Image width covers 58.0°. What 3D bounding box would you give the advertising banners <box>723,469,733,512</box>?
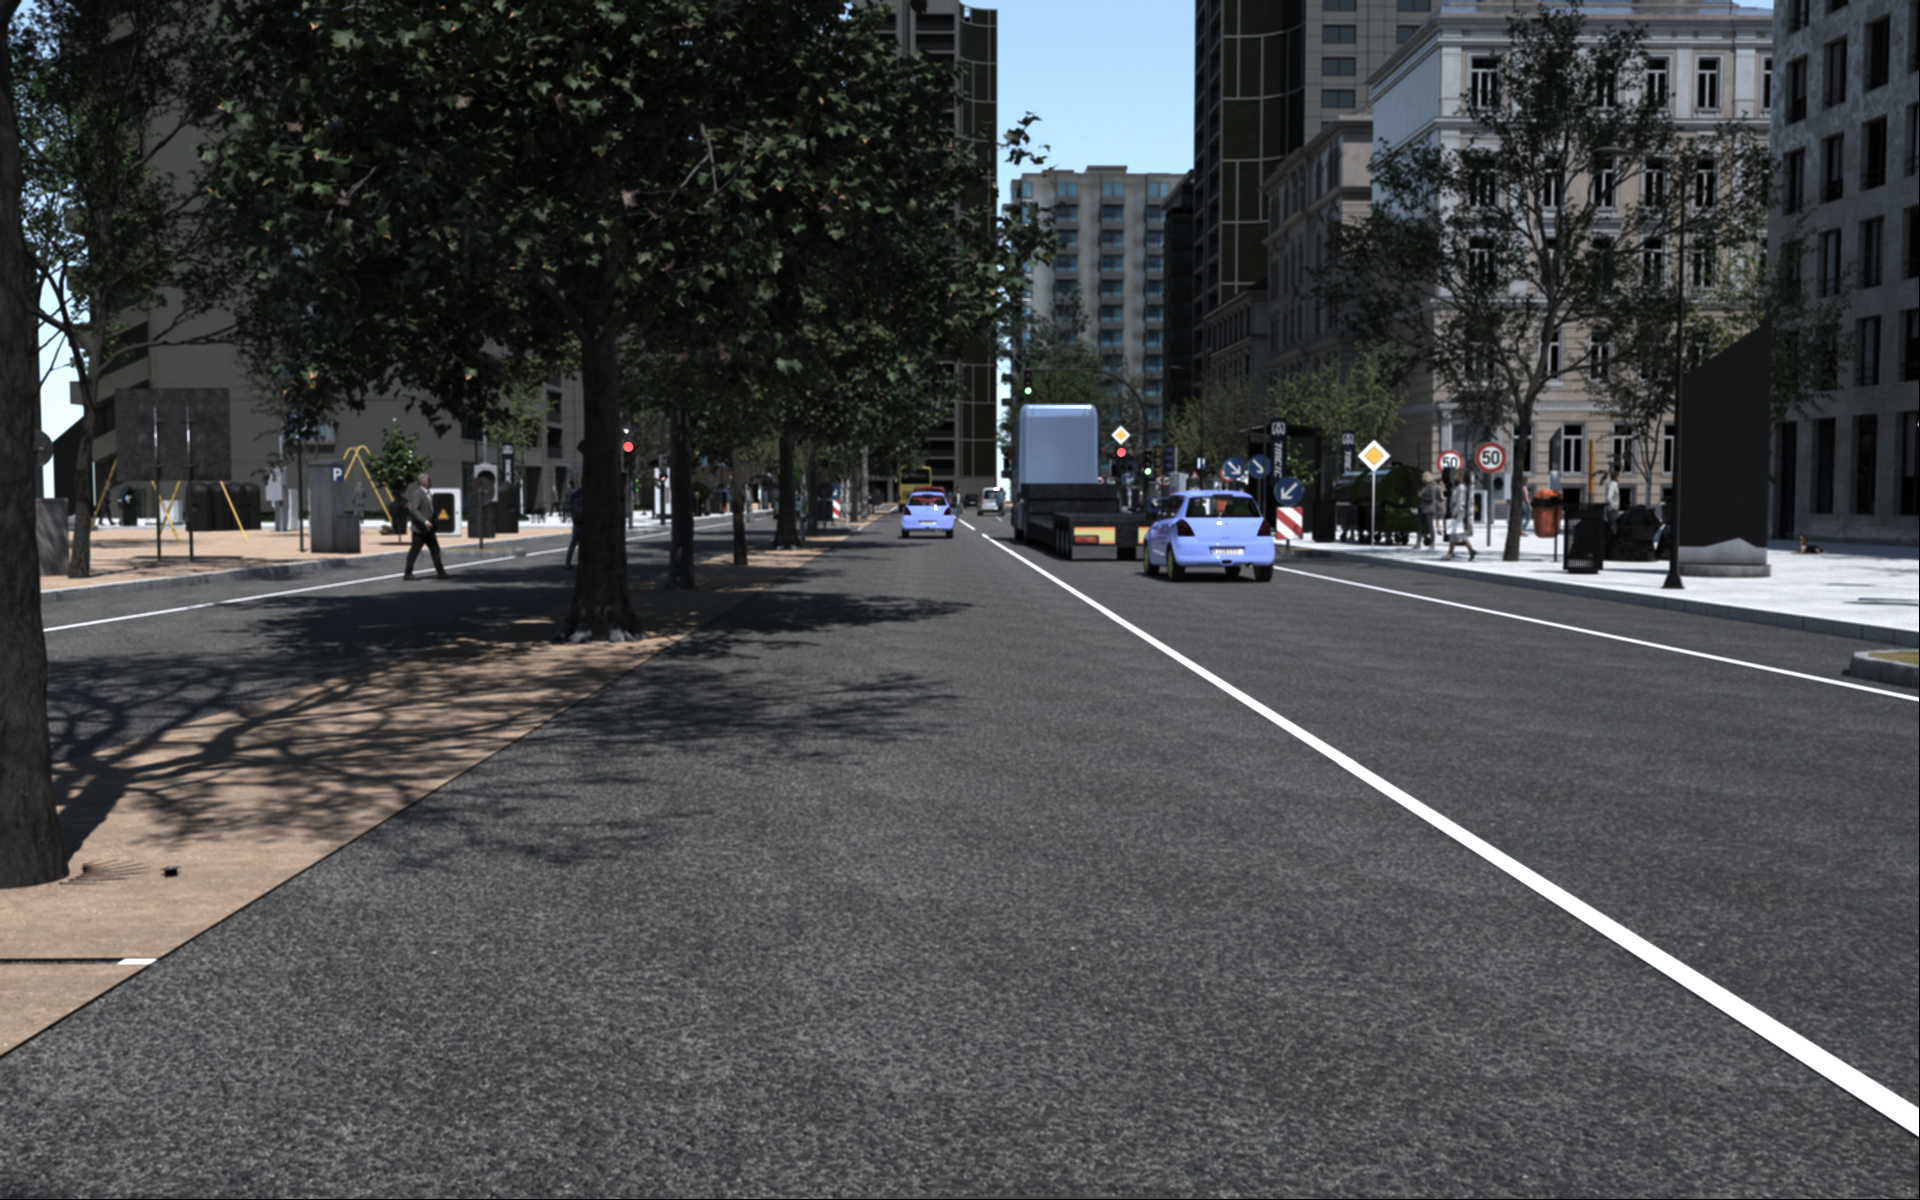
[{"bbox_3d":[-16.499,-7.650,121.257,0.090,3.025,2.074,-3,5,-43],"label":"advertising banners"}]

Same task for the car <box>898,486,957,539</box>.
[{"bbox_3d":[-1.069,-2.897,56.959,1.945,1.707,3.694,0,4,-1],"label":"car"}]

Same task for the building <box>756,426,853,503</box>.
[{"bbox_3d":[-22.132,-34.606,249.408,14.086,41.232,14.154,0,4,-1],"label":"building"}]

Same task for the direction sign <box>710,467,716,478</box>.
[{"bbox_3d":[-19.715,-8.943,138.219,0.379,3.537,0.876,1,4,21],"label":"direction sign"}]

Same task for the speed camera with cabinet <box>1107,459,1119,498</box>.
[{"bbox_3d":[8.359,-6.272,96.879,0.660,3.252,2.038,2,4,24],"label":"speed camera with cabinet"}]

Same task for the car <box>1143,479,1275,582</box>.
[{"bbox_3d":[4.175,-1.220,29.542,1.945,1.707,3.694,0,4,-3],"label":"car"}]

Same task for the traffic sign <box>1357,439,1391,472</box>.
[{"bbox_3d":[9.955,-2.561,41.612,0.795,2.593,0.064,0,4,8],"label":"traffic sign"}]

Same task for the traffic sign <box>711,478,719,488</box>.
[{"bbox_3d":[-18.968,-8.179,133.838,0.768,2.556,0.104,0,4,5],"label":"traffic sign"}]

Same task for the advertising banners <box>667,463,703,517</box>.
[{"bbox_3d":[-15.424,-6.164,96.976,2.074,3.025,0.090,-1,4,-19],"label":"advertising banners"}]

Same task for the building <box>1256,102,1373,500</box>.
[{"bbox_3d":[28.817,-20.073,115.578,14.401,28.519,23.554,0,4,-1],"label":"building"}]

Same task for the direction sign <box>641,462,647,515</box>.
[{"bbox_3d":[-19.435,-7.000,106.454,0.379,3.537,0.876,0,4,-6],"label":"direction sign"}]

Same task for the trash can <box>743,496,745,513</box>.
[{"bbox_3d":[-15.075,-6.550,118.737,0.748,1.137,0.748,0,3,0],"label":"trash can"}]

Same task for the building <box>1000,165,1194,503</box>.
[{"bbox_3d":[21.209,-38.858,254.940,30.456,49.044,23.786,0,4,-1],"label":"building"}]

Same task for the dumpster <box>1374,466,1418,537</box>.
[{"bbox_3d":[13.207,-3.057,52.481,1.502,2.255,1.985,0,4,-1],"label":"dumpster"}]

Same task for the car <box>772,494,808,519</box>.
[{"bbox_3d":[-9.683,-5.379,99.750,2.131,1.459,4.920,0,3,0],"label":"car"}]

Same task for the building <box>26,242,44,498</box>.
[{"bbox_3d":[-67.873,-47.692,92.431,31.000,86.520,22.319,0,4,-1],"label":"building"}]

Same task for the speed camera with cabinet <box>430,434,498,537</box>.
[{"bbox_3d":[-14.998,-3.538,52.182,2.038,3.252,0.660,-1,4,-17],"label":"speed camera with cabinet"}]

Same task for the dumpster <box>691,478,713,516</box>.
[{"bbox_3d":[-15.290,-6.044,101.310,1.502,2.255,1.985,0,4,-2],"label":"dumpster"}]

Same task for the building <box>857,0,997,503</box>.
[{"bbox_3d":[-4.881,-49.813,252.701,20.611,71.187,20.563,0,4,-1],"label":"building"}]

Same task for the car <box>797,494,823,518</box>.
[{"bbox_3d":[-9.070,-5.852,105.904,2.015,1.641,3.980,0,4,-2],"label":"car"}]

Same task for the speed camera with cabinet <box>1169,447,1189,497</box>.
[{"bbox_3d":[9.684,-4.814,73.052,0.660,3.252,2.038,-2,4,-32],"label":"speed camera with cabinet"}]

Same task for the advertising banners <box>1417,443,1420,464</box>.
[{"bbox_3d":[15.932,-3.935,60.532,0.090,3.025,2.074,1,4,11],"label":"advertising banners"}]

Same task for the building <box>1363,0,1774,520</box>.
[{"bbox_3d":[32.939,-18.703,91.699,20.117,28.700,13.634,0,4,-1],"label":"building"}]

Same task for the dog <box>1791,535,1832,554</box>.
[{"bbox_3d":[18.253,-1.186,37.125,0.748,0.427,0.550,3,4,38],"label":"dog"}]

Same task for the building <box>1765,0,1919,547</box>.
[{"bbox_3d":[28.347,-11.385,40.894,10.420,20.320,16.860,0,4,-1],"label":"building"}]

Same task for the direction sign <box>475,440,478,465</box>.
[{"bbox_3d":[-20.379,-4.957,73.042,0.379,3.537,0.876,-1,4,-11],"label":"direction sign"}]

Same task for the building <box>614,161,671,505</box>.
[{"bbox_3d":[-43.274,-30.551,191.394,23.993,40.220,32.217,0,4,-1],"label":"building"}]

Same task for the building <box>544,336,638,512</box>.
[{"bbox_3d":[-40.044,-43.788,154.185,20.563,71.187,20.611,0,4,-1],"label":"building"}]

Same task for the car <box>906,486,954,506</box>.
[{"bbox_3d":[-1.460,-4.554,83.136,2.281,1.827,5.304,0,4,1],"label":"car"}]

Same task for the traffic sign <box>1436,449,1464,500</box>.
[{"bbox_3d":[13.984,-3.021,49.507,0.768,2.556,0.104,0,4,7],"label":"traffic sign"}]

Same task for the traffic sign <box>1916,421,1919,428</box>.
[{"bbox_3d":[13.058,-1.416,22.889,0.795,2.593,0.064,0,4,7],"label":"traffic sign"}]

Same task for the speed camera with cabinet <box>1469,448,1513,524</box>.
[{"bbox_3d":[22.717,-4.881,74.141,0.660,3.252,2.038,-2,4,-29],"label":"speed camera with cabinet"}]

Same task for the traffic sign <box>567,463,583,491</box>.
[{"bbox_3d":[-15.895,-4.374,71.619,0.768,2.556,0.104,1,4,8],"label":"traffic sign"}]

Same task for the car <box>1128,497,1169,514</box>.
[{"bbox_3d":[6.659,-2.764,57.772,1.945,1.354,3.894,0,4,-3],"label":"car"}]

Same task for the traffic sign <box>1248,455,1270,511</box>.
[{"bbox_3d":[9.651,-3.412,55.895,0.768,2.556,0.104,0,4,1],"label":"traffic sign"}]

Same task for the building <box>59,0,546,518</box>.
[{"bbox_3d":[-36.654,-28.990,97.696,21.300,48.544,21.600,0,4,-1],"label":"building"}]

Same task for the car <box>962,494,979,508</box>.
[{"bbox_3d":[1.178,-10.122,175.280,2.009,1.686,4.222,0,4,-2],"label":"car"}]

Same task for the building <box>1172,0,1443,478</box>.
[{"bbox_3d":[30.948,-44.020,157.975,20.563,71.187,20.611,0,4,-1],"label":"building"}]

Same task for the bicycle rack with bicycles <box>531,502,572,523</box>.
[{"bbox_3d":[-17.914,-3.889,76.967,2.852,0.926,2.925,-1,4,-9],"label":"bicycle rack with bicycles"}]

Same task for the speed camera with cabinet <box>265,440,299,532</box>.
[{"bbox_3d":[-23.356,-3.994,59.635,0.660,3.252,2.038,0,4,-6],"label":"speed camera with cabinet"}]

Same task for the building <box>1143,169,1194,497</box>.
[{"bbox_3d":[36.400,-30.838,196.078,32.217,40.220,23.993,0,4,-1],"label":"building"}]

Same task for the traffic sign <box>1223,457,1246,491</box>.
[{"bbox_3d":[9.398,-3.627,59.400,0.768,2.556,0.104,0,4,5],"label":"traffic sign"}]

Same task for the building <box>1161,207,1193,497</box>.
[{"bbox_3d":[27.421,-24.760,176.521,14.160,30.474,14.107,0,4,-1],"label":"building"}]

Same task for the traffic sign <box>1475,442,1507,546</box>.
[{"bbox_3d":[12.969,-2.588,42.414,0.768,2.556,0.104,0,4,2],"label":"traffic sign"}]

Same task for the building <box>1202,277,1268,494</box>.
[{"bbox_3d":[25.912,-16.670,137.182,10.561,19.102,19.286,0,4,-1],"label":"building"}]

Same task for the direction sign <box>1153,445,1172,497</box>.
[{"bbox_3d":[9.452,-5.428,80.739,0.876,3.537,0.379,0,4,3],"label":"direction sign"}]

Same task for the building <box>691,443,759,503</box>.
[{"bbox_3d":[-36.283,-36.658,249.471,14.200,45.320,14.600,0,4,-1],"label":"building"}]
